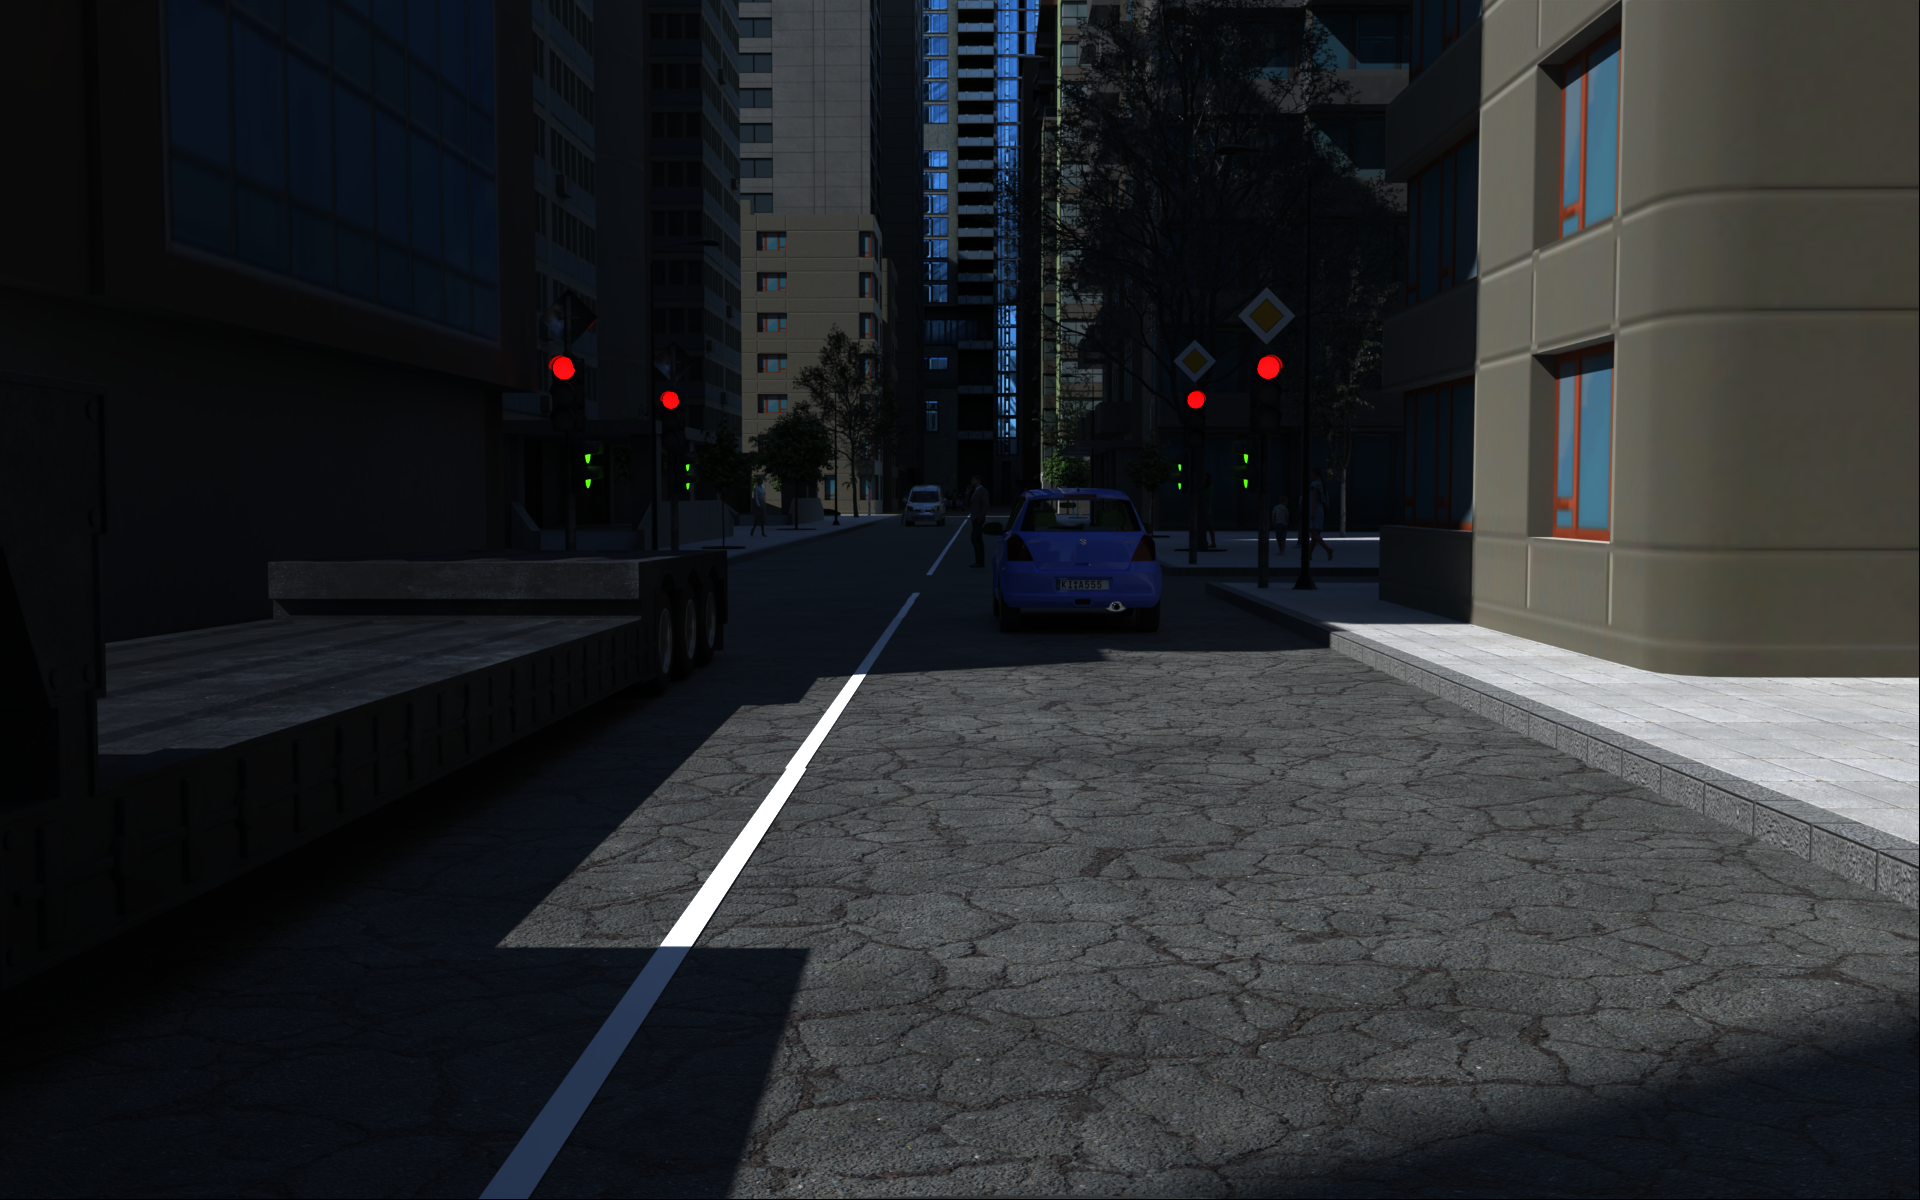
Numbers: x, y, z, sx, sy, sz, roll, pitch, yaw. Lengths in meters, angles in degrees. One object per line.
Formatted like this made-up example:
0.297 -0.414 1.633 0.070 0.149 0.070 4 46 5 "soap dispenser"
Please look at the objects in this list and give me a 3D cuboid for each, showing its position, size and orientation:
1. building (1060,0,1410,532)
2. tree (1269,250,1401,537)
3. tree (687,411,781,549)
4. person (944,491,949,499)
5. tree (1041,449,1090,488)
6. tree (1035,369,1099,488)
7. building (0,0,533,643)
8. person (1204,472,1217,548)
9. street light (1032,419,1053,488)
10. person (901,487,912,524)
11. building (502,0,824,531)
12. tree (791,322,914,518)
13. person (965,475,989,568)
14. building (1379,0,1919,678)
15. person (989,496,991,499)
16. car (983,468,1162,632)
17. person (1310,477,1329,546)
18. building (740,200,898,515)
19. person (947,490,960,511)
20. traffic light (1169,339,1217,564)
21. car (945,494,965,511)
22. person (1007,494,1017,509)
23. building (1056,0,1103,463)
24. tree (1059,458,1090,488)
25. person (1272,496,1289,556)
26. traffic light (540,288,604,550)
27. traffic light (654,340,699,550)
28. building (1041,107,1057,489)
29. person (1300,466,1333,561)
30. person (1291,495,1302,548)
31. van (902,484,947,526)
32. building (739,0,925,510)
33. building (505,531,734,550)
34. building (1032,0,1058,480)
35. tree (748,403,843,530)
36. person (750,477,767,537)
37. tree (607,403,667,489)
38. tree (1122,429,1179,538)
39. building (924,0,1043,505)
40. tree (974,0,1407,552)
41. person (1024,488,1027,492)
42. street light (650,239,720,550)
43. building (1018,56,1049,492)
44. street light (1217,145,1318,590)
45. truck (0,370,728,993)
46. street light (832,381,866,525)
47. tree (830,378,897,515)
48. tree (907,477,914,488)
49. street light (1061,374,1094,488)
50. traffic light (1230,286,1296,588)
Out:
16.430 -27.617 71.144 23.786 49.044 30.456 0 4 1 "building"
11.137 -6.171 51.254 4.360 8.622 3.978 0 3 0 "tree"
-5.432 -2.813 40.588 1.663 3.219 1.824 0 3 0 "tree"
-1.360 -10.684 183.906 1.217 1.735 0.721 0 4 8 "person"
6.858 -7.694 109.504 4.285 4.588 4.351 0 3 0 "tree"
6.557 -9.218 101.081 4.737 8.622 4.395 0 3 0 "tree"
-13.135 -22.400 16.345 14.200 45.320 14.600 0 4 1 "building"
5.887 -2.132 41.142 0.529 1.795 0.600 -1 4 -21 "person"
5.131 -8.207 106.722 1.470 5.913 1.316 0 4 1 "street light"
-2.472 -4.465 81.850 0.623 1.781 0.721 2 4 30 "person"
-22.863 -23.545 76.835 32.217 40.220 23.993 0 4 1 "building"
-6.031 -9.799 94.629 7.601 10.594 8.767 0 4 -1 "tree"
0.329 -1.542 33.901 0.473 1.802 0.592 0 4 -1 "person"
18.713 -9.832 5.791 27.650 21.520 28.899 0 4 1 "building"
2.430 -9.657 167.067 1.217 1.739 0.721 -1 4 -15 "person"
1.228 -0.594 19.307 1.945 1.707 3.694 0 4 -1 "car"
8.808 -2.223 43.058 0.731 1.740 0.598 1 4 15 "person"
-18.929 -16.937 121.953 27.650 21.520 28.899 0 4 1 "building"
-0.493 -8.299 144.284 1.348 1.812 0.705 -2 4 -33 "person"
4.243 -2.609 31.581 0.839 4.253 0.868 0 4 1 "traffic light"
-0.479 -8.272 147.257 2.014 1.417 4.499 0 4 1 "car"
4.986 -9.496 166.978 0.991 1.433 0.599 1 4 11 "person"
13.566 -26.576 118.113 14.154 41.232 14.086 0 4 1 "building"
6.345 -5.939 91.697 1.663 3.219 1.824 0 3 0 "tree"
6.691 -1.557 36.181 0.332 1.250 0.352 3 5 39 "person"
-5.329 -2.128 23.712 0.839 4.253 0.868 0 4 1 "traffic light"
-5.218 -2.616 31.697 0.839 4.253 0.868 0 4 1 "traffic light"
13.170 -22.068 132.519 14.160 30.474 14.107 0 4 1 "building"
6.911 -1.665 33.356 0.616 1.811 0.778 -3 5 -42 "person"
8.166 -1.985 41.101 0.523 1.515 0.503 3 5 39 "person"
-1.550 -4.349 78.114 2.013 2.044 4.112 0 4 2 "van"
-14.163 -44.835 171.310 20.611 71.187 20.563 0 4 1 "building"
-23.107 -21.591 44.902 32.217 40.220 23.993 0 4 1 "building"
17.670 -30.510 153.469 22.147 44.769 28.867 0 4 1 "building"
-5.816 -4.801 62.204 4.285 4.588 4.351 0 3 0 "tree"
-6.090 -2.815 52.300 0.641 1.798 0.478 3 5 43 "person"
-11.560 -4.826 62.613 4.285 4.588 4.351 0 3 0 "tree"
5.583 -3.469 51.324 1.663 3.219 1.824 0 3 0 "tree"
4.857 -54.295 200.389 31.000 86.520 22.319 0 4 1 "building"
5.231 -7.828 38.357 12.009 13.543 11.850 0 3 0 "tree"
3.846 -5.792 103.548 0.444 1.785 0.601 -3 5 -40 "person"
-5.080 -3.619 31.706 1.470 5.913 1.316 0 4 1 "street light"
13.158 -32.111 175.129 14.600 45.320 14.200 0 4 1 "building"
4.115 -3.099 23.204 1.470 5.913 1.316 0 4 1 "street light"
-3.352 -0.981 5.805 2.967 4.110 18.799 0 4 1 "truck"
-4.561 -6.030 71.135 1.470 5.913 1.316 0 4 1 "street light"
-5.577 -9.421 104.390 4.360 8.622 3.978 0 3 0 "tree"
-5.155 -10.171 160.894 1.663 3.219 1.824 0 3 0 "tree"
4.620 -5.796 67.310 1.470 5.913 1.316 0 4 1 "street light"
4.131 -2.121 23.596 0.839 4.253 0.868 0 4 1 "traffic light"
